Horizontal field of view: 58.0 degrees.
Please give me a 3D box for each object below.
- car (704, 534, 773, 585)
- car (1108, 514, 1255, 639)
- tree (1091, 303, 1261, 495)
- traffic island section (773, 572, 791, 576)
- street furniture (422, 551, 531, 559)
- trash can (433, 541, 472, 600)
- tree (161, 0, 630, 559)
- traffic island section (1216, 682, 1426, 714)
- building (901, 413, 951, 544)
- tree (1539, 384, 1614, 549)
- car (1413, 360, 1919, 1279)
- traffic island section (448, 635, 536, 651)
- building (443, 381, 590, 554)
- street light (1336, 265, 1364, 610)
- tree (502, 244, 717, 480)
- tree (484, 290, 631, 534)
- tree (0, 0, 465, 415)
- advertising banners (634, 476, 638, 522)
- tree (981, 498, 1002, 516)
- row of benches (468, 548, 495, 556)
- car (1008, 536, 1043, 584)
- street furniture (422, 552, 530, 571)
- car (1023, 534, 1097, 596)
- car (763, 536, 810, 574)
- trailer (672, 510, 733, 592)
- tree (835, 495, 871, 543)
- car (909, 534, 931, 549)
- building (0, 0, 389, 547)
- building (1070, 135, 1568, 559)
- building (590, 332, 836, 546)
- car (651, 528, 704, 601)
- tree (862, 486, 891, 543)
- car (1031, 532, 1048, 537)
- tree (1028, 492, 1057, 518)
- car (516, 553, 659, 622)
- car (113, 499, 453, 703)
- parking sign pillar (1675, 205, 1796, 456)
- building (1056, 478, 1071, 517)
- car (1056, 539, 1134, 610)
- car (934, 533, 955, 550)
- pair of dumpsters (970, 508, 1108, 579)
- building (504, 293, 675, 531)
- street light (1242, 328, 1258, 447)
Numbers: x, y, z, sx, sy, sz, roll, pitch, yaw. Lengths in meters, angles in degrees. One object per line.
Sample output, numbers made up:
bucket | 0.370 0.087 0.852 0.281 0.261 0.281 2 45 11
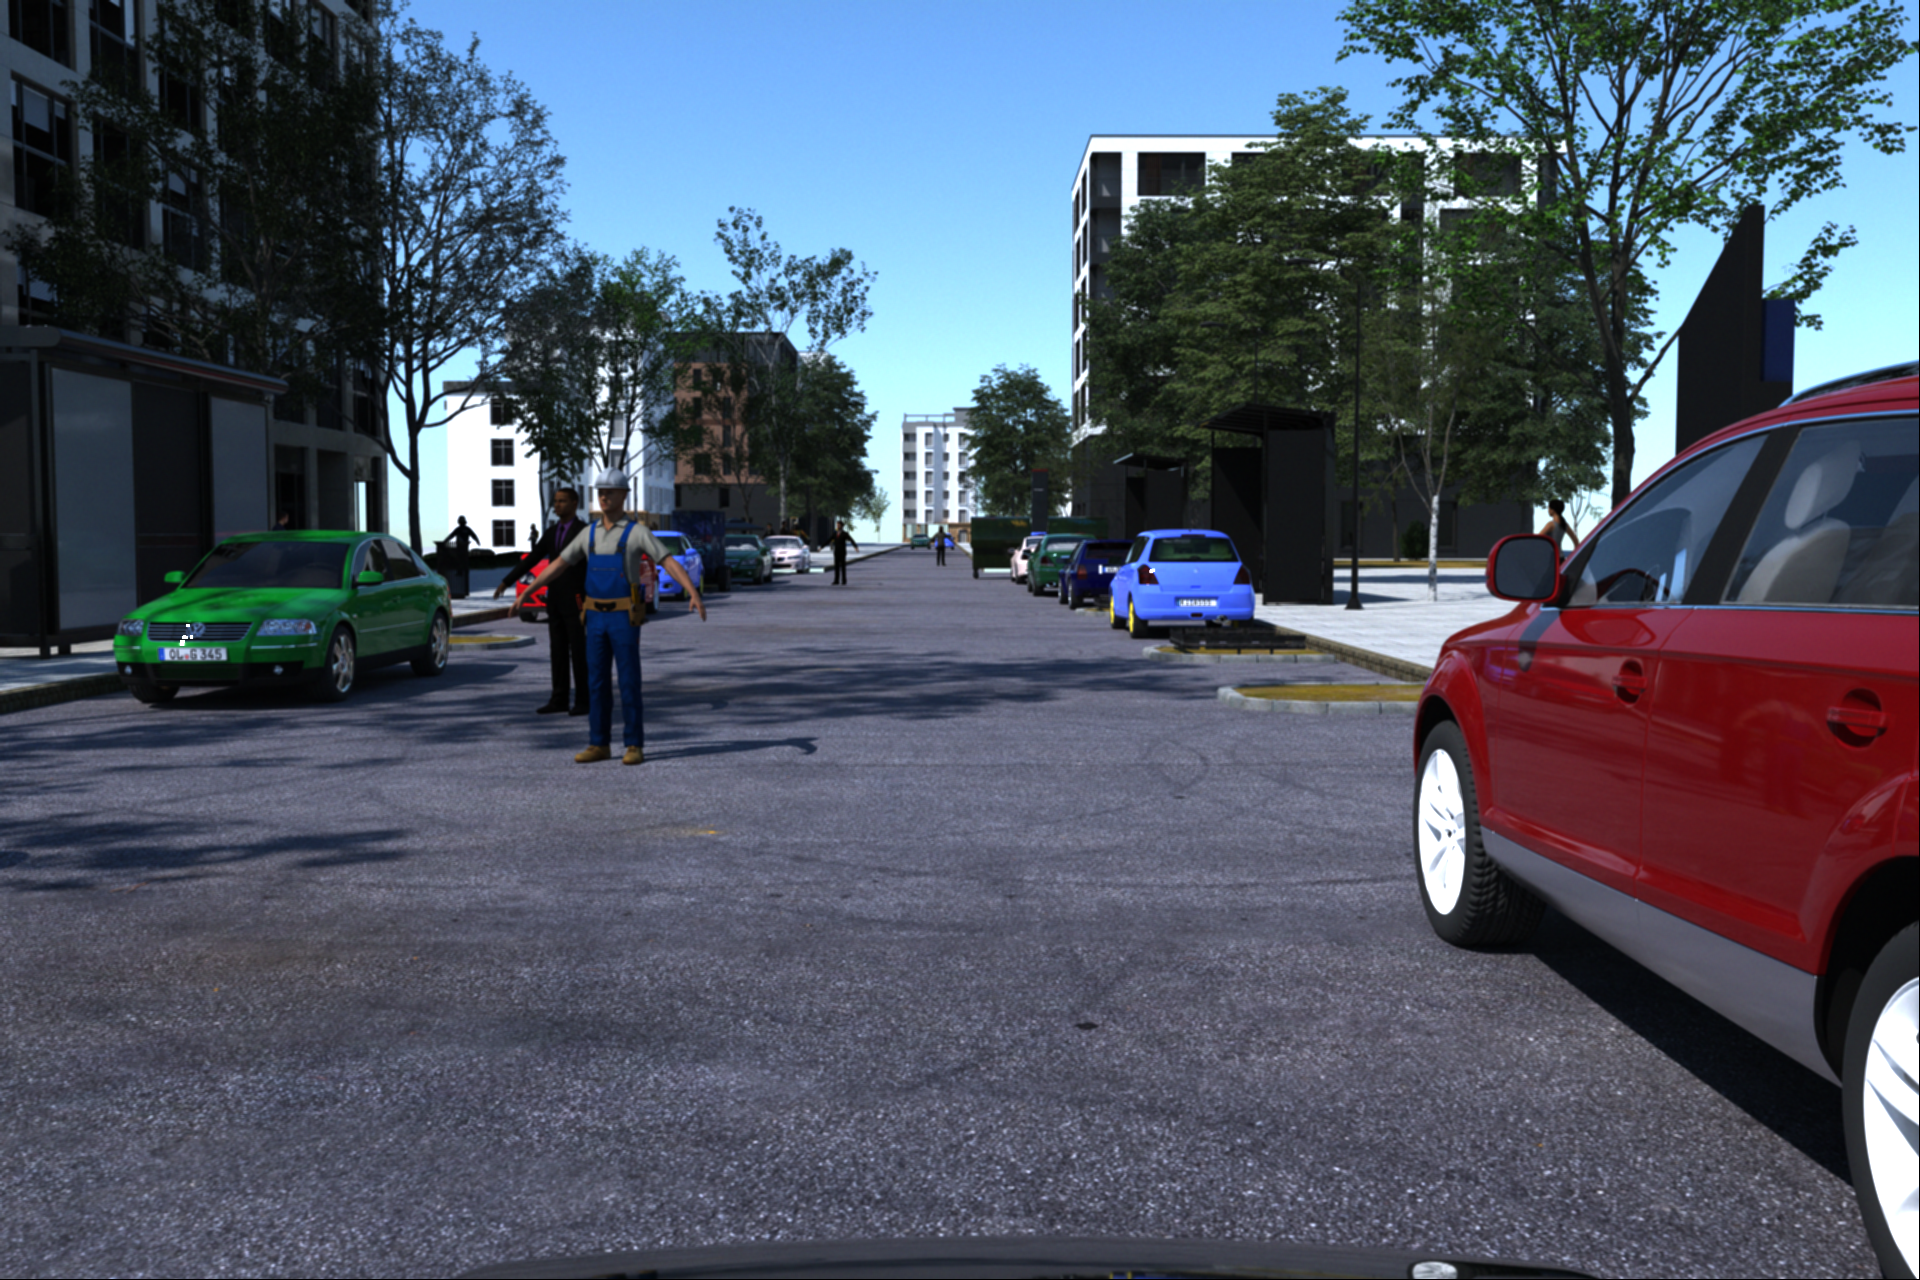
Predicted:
car | -6.479 -2.344 50.124 2.131 1.459 4.920 0 4 -1
car | 3.140 -0.944 25.033 1.945 1.707 3.694 0 4 -1
tree | 9.717 -9.124 74.940 9.928 11.665 9.643 0 3 0
traffic island section | -6.914 -2.291 60.317 1.991 0.108 1.994 0 3 0
street furniture | -19.909 -4.012 81.221 10.072 0.657 5.734 2 4 25
trash can | -9.986 -1.373 34.108 0.748 1.137 0.748 0 3 0
tree | -12.695 -7.907 39.655 12.009 13.543 11.850 0 3 0
traffic island section | 3.235 0.494 14.783 1.991 0.108 1.994 0 4 0
building | -8.465 -24.598 261.058 11.380 20.090 16.016 0 4 -8
tree | 27.605 -7.769 77.390 4.360 8.622 3.978 0 3 0
car | 2.687 0.259 4.432 2.281 1.827 5.304 0 3 0
traffic island section | -6.548 0.043 22.170 1.991 0.108 1.994 0 4 0
building | -27.797 -10.209 109.068 9.099 9.664 28.070 0 4 -1
street light | 7.249 -3.470 29.283 1.470 5.913 1.316 0 4 -1
tree | -12.664 -8.390 62.939 9.928 11.665 9.643 0 3 0
tree | -12.369 -6.241 52.408 4.737 8.622 4.395 0 3 0
tree | -12.292 -5.791 29.089 8.767 10.594 7.601 1 4 14
advertising banners | -9.834 -3.405 51.866 0.090 3.025 2.074 0 4 0
tree | 5.145 -18.729 256.572 4.737 8.622 4.395 0 3 0
row of benches | -20.567 -3.603 74.369 1.422 0.672 4.104 -1 4 -22
car | 2.484 -2.346 50.717 2.083 1.381 4.827 0 4 -1
street furniture | -17.270 -3.049 65.472 5.734 0.657 10.072 0 4 1
car | 2.580 -1.803 41.270 2.131 1.459 4.920 0 4 0
car | -6.560 -3.149 63.847 2.083 1.381 4.827 0 4 -1
trailer | -6.485 -2.174 42.592 1.471 1.999 3.904 0 4 -1
tree | -16.737 -20.088 262.856 7.601 10.594 8.767 1 4 9
car | -3.681 -9.257 163.143 2.131 1.459 4.920 0 3 0
building | -30.637 -14.896 46.752 19.351 26.588 34.151 0 4 -1
building | 20.551 -15.986 105.343 27.936 21.610 32.646 0 4 0
building | -28.645 -21.246 191.344 27.936 21.610 32.646 0 4 -1
car | -6.670 -1.736 37.977 1.945 1.707 3.694 0 4 -1
tree | -12.231 -18.701 256.117 4.737 8.622 4.395 0 3 0
car | 2.743 -3.041 59.311 1.945 1.707 3.694 0 4 -1
tree | 13.906 -20.921 260.184 7.486 12.596 7.792 0 3 0
car | -6.325 -1.263 29.694 2.155 1.783 4.494 0 4 -1
car | -6.134 -0.449 16.139 1.959 1.807 4.718 0 3 0
parking sign pillar | 6.635 -1.618 14.919 1.447 3.967 1.447 0 4 0
building | 18.266 -17.713 231.759 9.099 9.664 28.070 0 4 -1
car | 2.903 -1.321 34.186 1.945 1.354 3.894 0 4 -1
car | -1.393 -9.022 157.098 1.945 1.707 3.694 0 4 -2
pair of dumpsters | 2.528 -3.099 55.626 4.436 2.255 1.574 0 3 0
building | -29.472 -17.132 136.523 16.016 20.090 11.380 0 4 -1
street light | 7.026 -4.007 38.050 1.470 5.913 1.316 0 4 0
